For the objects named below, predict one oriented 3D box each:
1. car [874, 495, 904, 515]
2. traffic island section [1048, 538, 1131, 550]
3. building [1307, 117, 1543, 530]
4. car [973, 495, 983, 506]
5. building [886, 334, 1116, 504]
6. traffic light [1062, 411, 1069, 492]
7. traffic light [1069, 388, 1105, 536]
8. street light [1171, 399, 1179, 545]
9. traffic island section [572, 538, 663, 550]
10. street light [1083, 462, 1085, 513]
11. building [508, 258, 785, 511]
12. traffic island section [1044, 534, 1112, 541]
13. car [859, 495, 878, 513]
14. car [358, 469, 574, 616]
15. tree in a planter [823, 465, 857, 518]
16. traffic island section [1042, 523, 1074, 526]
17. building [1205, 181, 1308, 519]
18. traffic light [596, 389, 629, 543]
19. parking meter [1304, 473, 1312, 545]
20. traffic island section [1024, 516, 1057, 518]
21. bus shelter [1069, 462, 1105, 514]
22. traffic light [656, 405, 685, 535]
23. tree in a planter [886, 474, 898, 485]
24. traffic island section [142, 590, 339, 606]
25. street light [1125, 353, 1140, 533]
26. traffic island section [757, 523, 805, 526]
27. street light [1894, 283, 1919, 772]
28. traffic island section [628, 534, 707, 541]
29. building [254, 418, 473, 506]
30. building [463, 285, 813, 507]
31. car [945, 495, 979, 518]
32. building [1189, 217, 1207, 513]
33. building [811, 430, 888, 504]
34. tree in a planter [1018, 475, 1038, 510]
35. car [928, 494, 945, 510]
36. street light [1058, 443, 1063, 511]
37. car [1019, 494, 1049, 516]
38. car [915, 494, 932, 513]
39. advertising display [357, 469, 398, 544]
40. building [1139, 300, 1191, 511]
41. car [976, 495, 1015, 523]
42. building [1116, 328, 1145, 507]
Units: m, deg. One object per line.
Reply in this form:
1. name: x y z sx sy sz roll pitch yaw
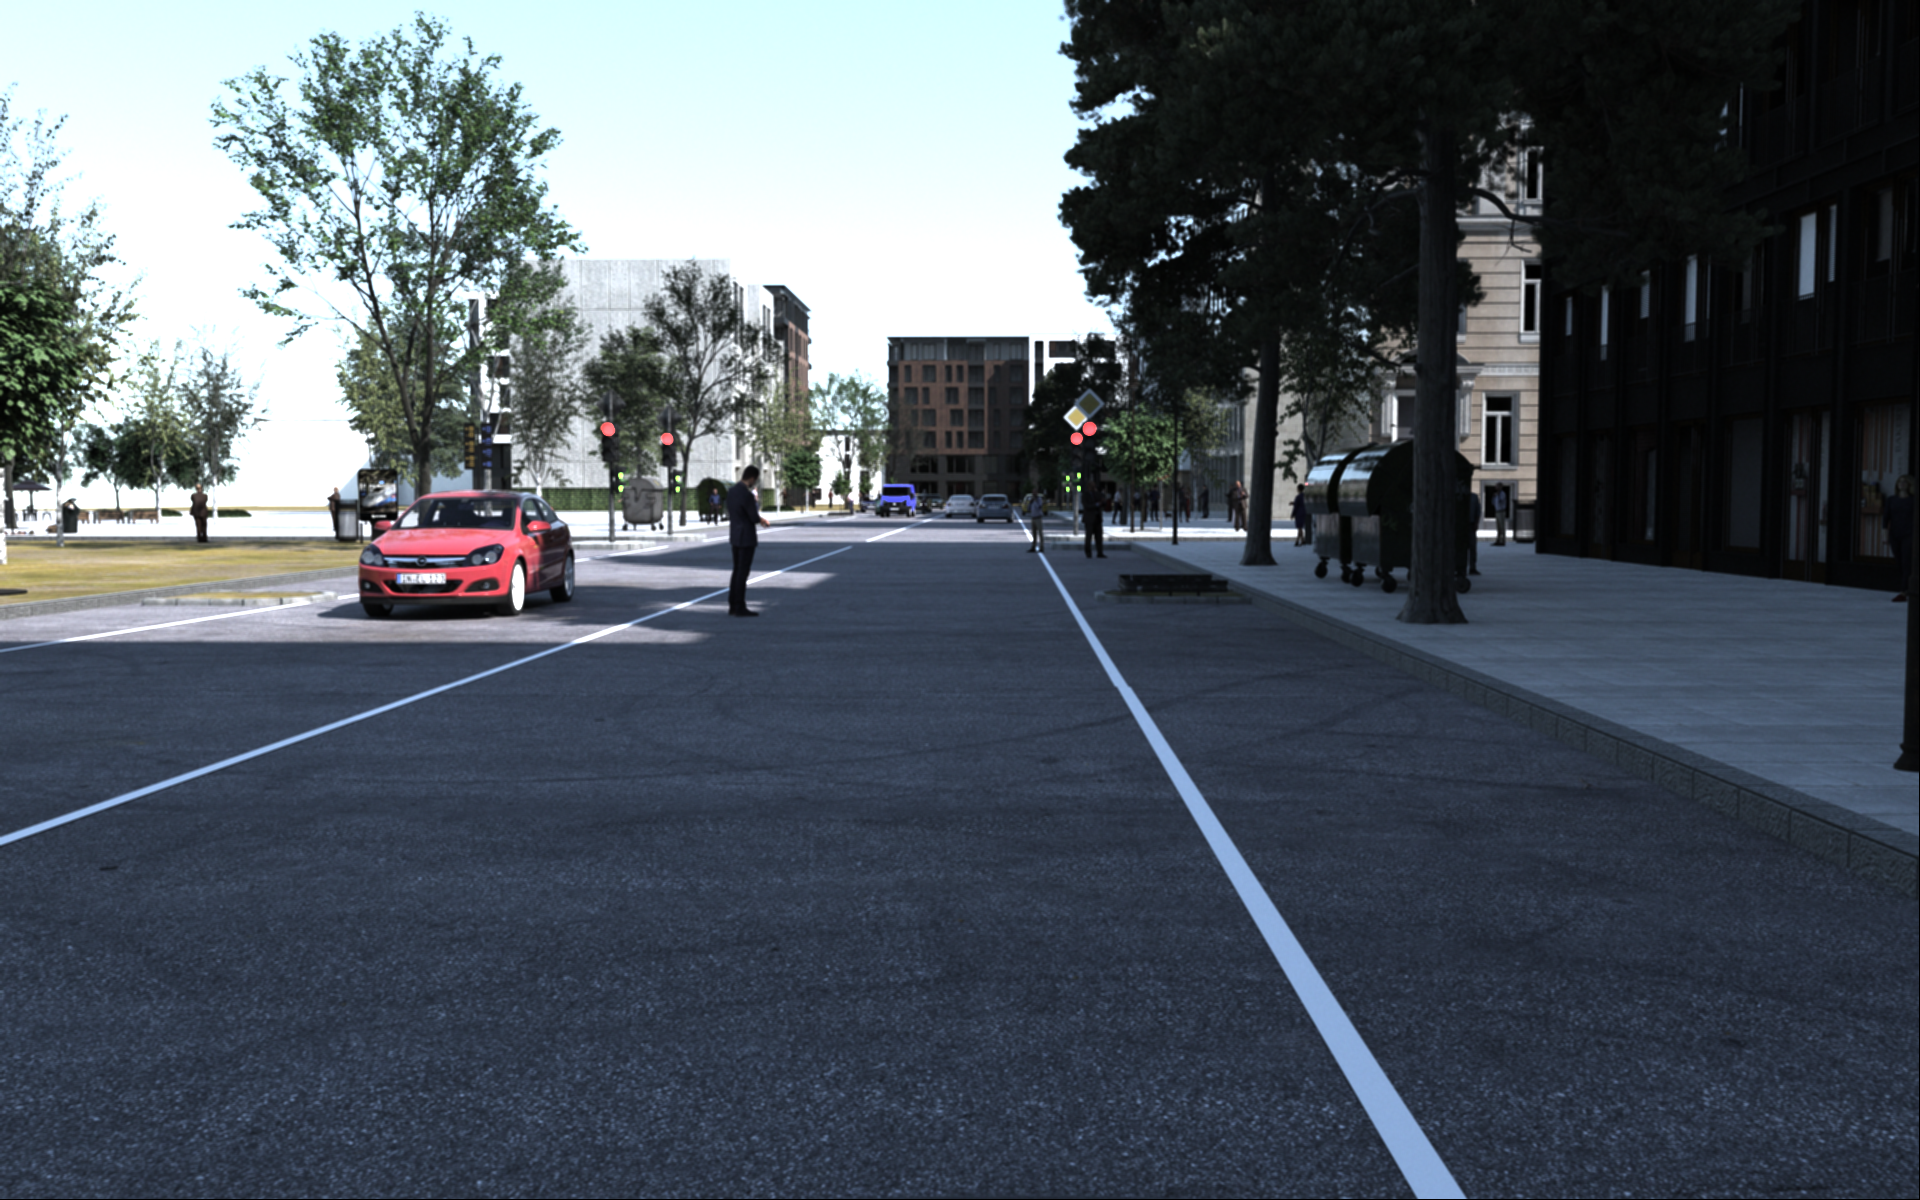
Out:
1. car: -4.805 -6.527 118.512 2.131 1.459 4.920 0 4 1
2. traffic island section: 3.402 -1.424 45.564 2.009 0.180 2.903 0 4 1
3. building: 24.211 -17.146 66.235 20.117 28.700 13.634 0 4 1
4. car: 1.944 -9.340 165.297 1.945 1.354 3.894 0 4 0
5. building: 7.003 -23.891 234.592 32.646 21.610 27.936 0 4 1
6. traffic light: 3.563 -3.926 53.435 0.839 4.213 0.868 0 4 1
7. traffic light: 3.362 -3.438 45.452 0.839 4.213 0.868 0 4 1
8. street light: 5.462 -4.344 43.818 0.468 5.910 1.993 0 4 1
9. traffic island section: -9.235 -1.444 45.886 2.009 0.180 2.903 0 4 1
10. street light: 6.657 -7.319 92.452 0.468 5.910 1.993 0 4 1
11. building: -25.161 -17.103 146.090 16.747 18.905 31.486 0 4 1
12. traffic island section: 3.603 -1.912 53.546 2.009 0.180 2.903 0 4 1
13. car: -6.810 -7.459 134.538 1.945 1.354 3.894 0 4 0
14. car: -6.076 -0.770 21.633 2.155 1.783 4.494 0 4 0
15. tree in a planter: -7.378 -6.688 106.565 1.991 3.239 1.994 0 4 1
16. traffic island section: 4.223 -3.385 78.203 1.991 0.108 1.994 0 4 1
17. building: 19.689 -14.684 94.830 10.420 20.320 16.860 0 4 1
18. traffic light: -9.196 -3.456 45.752 0.839 4.213 0.868 0 4 1
19. parking meter: 8.934 -2.334 43.870 0.399 1.863 0.255 -2 4 -27
20. traffic island section: 4.920 -5.069 105.746 1.991 0.108 1.994 0 4 1
21. bus shelter: 7.970 -7.073 109.562 2.014 3.302 5.546 0 4 1
22. traffic light: -8.994 -3.944 53.734 0.839 4.213 0.868 0 4 1
23. tree in a planter: -6.133 -9.713 156.021 1.991 3.239 1.994 0 4 1
24. traffic island section: -9.487 -0.019 23.182 1.991 0.108 1.994 0 4 1
25. street light: 5.693 -5.154 57.049 0.468 5.910 1.993 0 4 1
26. traffic island section: -8.093 -3.403 78.503 1.991 0.108 1.994 0 4 1
27. street light: 4.451 -2.147 7.889 0.468 5.910 1.993 0 4 1
28. traffic island section: -9.034 -1.932 53.869 2.009 0.180 2.903 0 4 1
29. building: -63.143 -15.399 193.927 28.070 9.664 9.099 0 4 1
30. building: -33.028 -20.768 183.538 32.646 21.610 27.936 0 4 1
31. car: 0.101 -5.703 105.607 2.083 1.381 4.827 0 4 2
32. building: 22.326 -19.464 115.499 12.463 27.353 25.104 0 4 1
33. building: -23.581 -17.384 226.379 28.070 9.664 9.099 0 4 1
34. tree in a planter: 6.197 -9.729 156.287 1.991 3.239 1.994 0 4 1
35. car: -2.424 -9.232 160.733 2.009 1.686 4.222 0 4 1
36. street light: 7.481 -9.503 128.154 0.468 5.910 1.993 0 4 1
37. car: 4.987 -6.454 115.745 2.015 1.641 3.980 0 4 1
38. car: -3.132 -7.591 134.334 2.015 1.641 3.980 0 4 3
39. advertising display: -14.960 -2.405 44.532 0.974 1.923 0.123 -2 4 -30
40. building: 24.482 -18.416 157.524 16.016 20.091 11.380 0 4 1
41. car: 1.783 -4.610 87.377 2.014 1.417 4.499 0 4 3
42. building: 31.579 -20.540 179.802 27.936 21.610 32.646 0 4 1
